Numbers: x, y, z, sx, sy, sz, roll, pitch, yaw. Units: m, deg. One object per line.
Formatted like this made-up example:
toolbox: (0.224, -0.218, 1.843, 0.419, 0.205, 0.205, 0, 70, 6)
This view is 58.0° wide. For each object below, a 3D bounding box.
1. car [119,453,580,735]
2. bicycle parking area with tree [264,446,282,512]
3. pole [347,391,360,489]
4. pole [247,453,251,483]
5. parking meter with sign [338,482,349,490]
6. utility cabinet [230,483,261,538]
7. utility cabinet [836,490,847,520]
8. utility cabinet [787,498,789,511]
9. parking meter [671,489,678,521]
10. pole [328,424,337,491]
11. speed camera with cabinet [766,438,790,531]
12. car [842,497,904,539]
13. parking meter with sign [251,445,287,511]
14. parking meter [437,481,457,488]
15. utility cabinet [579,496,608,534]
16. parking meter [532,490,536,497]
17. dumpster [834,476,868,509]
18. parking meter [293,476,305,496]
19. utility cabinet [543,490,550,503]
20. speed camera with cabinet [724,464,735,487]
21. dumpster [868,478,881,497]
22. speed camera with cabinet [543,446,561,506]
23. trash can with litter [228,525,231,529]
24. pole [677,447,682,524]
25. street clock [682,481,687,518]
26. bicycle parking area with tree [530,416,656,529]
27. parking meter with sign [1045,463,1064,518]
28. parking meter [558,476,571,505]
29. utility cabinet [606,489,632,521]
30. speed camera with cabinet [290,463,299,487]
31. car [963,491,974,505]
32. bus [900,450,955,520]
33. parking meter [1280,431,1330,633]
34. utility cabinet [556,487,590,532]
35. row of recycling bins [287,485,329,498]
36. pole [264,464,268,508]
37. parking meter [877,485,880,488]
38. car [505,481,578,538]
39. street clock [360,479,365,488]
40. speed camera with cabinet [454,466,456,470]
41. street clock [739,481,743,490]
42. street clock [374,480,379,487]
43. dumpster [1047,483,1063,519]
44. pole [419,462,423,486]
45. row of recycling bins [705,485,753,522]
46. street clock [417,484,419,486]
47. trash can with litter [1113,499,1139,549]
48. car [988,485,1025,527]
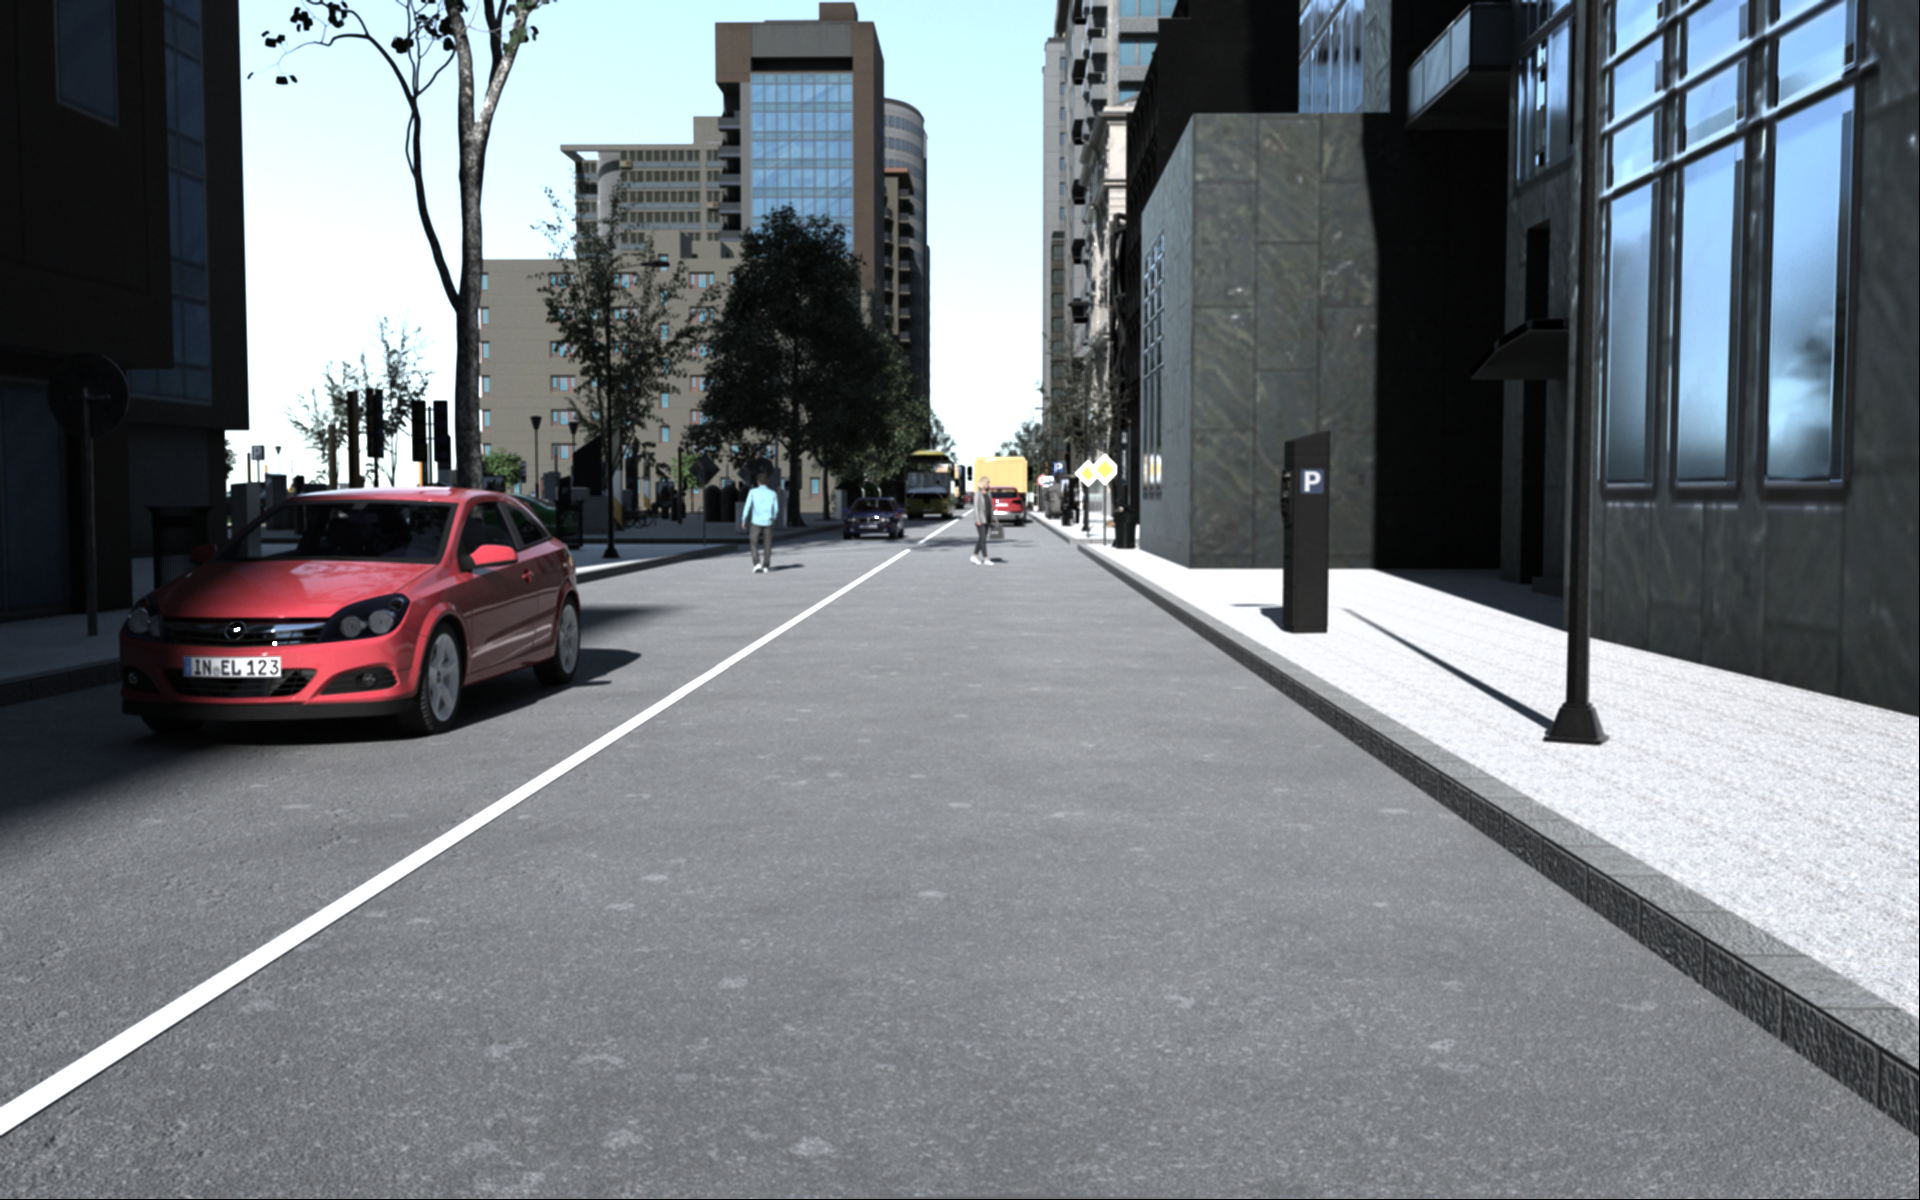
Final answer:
car: (-3.902, -0.162, 11.690, 2.155, 1.783, 4.494, 0, 4, 3)
bicycle parking area with tree: (-41.298, -6.962, 100.825, 9.016, 4.147, 8.231, 2, 4, 31)
pole: (-12.027, -2.480, 34.392, 0.158, 3.312, 0.155, 0, 3, 0)
pole: (-34.882, -5.577, 85.027, 0.158, 3.312, 0.155, 0, 3, 0)
parking meter with sign: (-40.358, -7.168, 113.453, 1.738, 3.016, 0.543, -3, 5, -40)
utility cabinet: (-13.977, -1.542, 33.884, 0.318, 1.500, 1.173, -1, 4, -10)
utility cabinet: (-5.837, -4.697, 85.483, 0.318, 1.500, 1.173, -1, 4, -18)
utility cabinet: (-9.622, -5.292, 97.689, 1.020, 1.237, 0.306, -2, 4, -27)
parking meter: (-13.674, -4.563, 83.014, 0.372, 1.533, 0.369, 0, 3, 0)
pole: (-18.315, -3.469, 50.569, 0.158, 3.312, 0.155, 0, 3, 0)
speed camera with cabinet: (-6.605, -4.118, 61.661, 0.660, 3.252, 2.038, 0, 4, 3)
car: (-2.776, -2.654, 55.965, 1.945, 1.354, 3.894, 0, 4, 3)
parking meter with sign: (-24.607, -4.044, 62.388, 0.543, 3.016, 1.738, 2, 4, 25)
parking meter: (-10.094, -1.572, 34.116, 0.372, 1.533, 0.369, 0, 3, 0)
utility cabinet: (-11.780, -2.745, 56.038, 1.020, 1.237, 0.306, -1, 4, -16)
parking meter: (-27.883, -6.432, 113.568, 0.372, 1.533, 0.369, 0, 3, 0)
dumpster: (-5.843, -5.451, 91.614, 1.502, 2.255, 1.985, 0, 4, 1)
parking meter: (-20.874, -2.998, 54.728, 0.255, 1.863, 0.399, -3, 4, -38)
utility cabinet: (-20.090, -4.651, 84.729, 0.318, 1.500, 1.173, -2, 4, -25)
speed camera with cabinet: (-15.280, -7.254, 112.946, 0.660, 3.252, 2.038, 1, 4, 16)
dumpster: (-5.556, -6.233, 104.408, 1.502, 2.255, 1.985, 0, 4, 1)
speed camera with cabinet: (-16.848, -4.763, 72.218, 0.660, 3.252, 2.038, 0, 4, 1)
trash can with litter: (-27.071, -3.265, 64.443, 2.233, 1.210, 1.678, 1, 4, 10)
pole: (-12.049, -4.930, 74.451, 0.158, 3.312, 0.155, 0, 3, 0)
street clock: (-14.850, -5.406, 92.954, 0.358, 2.002, 0.471, -3, 5, -42)
bicycle parking area with tree: (-15.667, -4.868, 66.587, 9.016, 4.147, 8.231, 1, 4, 16)
parking meter with sign: (5.158, -6.058, 95.316, 0.543, 3.016, 1.738, 1, 4, 22)
parking meter: (-12.634, -3.034, 55.311, 0.399, 1.863, 0.255, -1, 4, -17)
utility cabinet: (-16.203, -4.506, 82.344, 1.173, 1.500, 0.318, -3, 4, -39)
speed camera with cabinet: (-43.321, -7.158, 111.368, 2.038, 3.252, 0.660, 0, 4, 3)
car: (1.369, -13.620, 231.361, 2.281, 1.827, 5.304, 0, 4, 0)
bus: (-1.694, -6.630, 99.944, 2.896, 3.916, 12.252, 0, 4, 1)
parking meter: (3.191, -0.631, 16.031, 0.399, 1.863, 0.255, -1, 4, -10)
utility cabinet: (-12.831, -2.984, 57.463, 0.318, 1.500, 1.173, 3, 4, 38)
row of recycling bins: (-28.738, -4.266, 76.856, 3.534, 1.692, 1.069, 3, 5, 42)
pole: (-47.343, -7.607, 118.214, 0.158, 3.312, 0.155, 0, 3, 0)
parking meter: (-5.119, -6.189, 106.896, 0.255, 1.863, 0.399, 3, 4, 38)
car: (-12.895, -2.361, 47.391, 4.718, 1.807, 1.959, 0, 4, 1)
street clock: (-27.442, -4.578, 79.415, 0.358, 2.002, 0.471, -1, 4, -9)
speed camera with cabinet: (-35.690, -7.813, 122.071, 0.660, 3.252, 2.038, -1, 4, -9)
street clock: (-12.369, -5.705, 97.847, 0.358, 2.002, 0.471, -1, 4, -9)
street clock: (-29.536, -5.083, 87.673, 0.358, 2.002, 0.471, -1, 4, -15)
dumpster: (5.078, -5.063, 88.536, 1.264, 1.857, 1.865, 0, 4, 1)
pole: (-26.099, -5.506, 83.861, 0.158, 3.312, 0.155, 0, 3, 0)
row of recycling bins: (-10.148, -4.442, 79.741, 3.534, 1.692, 1.069, 1, 4, 16)
street clock: (-36.981, -6.982, 118.726, 0.471, 2.002, 0.358, 1, 4, 20)
trash can with litter: (4.128, -1.792, 40.680, 1.055, 1.170, 0.624, 1, 4, 13)
car: (1.784, -4.221, 77.683, 2.281, 1.827, 5.304, 0, 4, 0)
